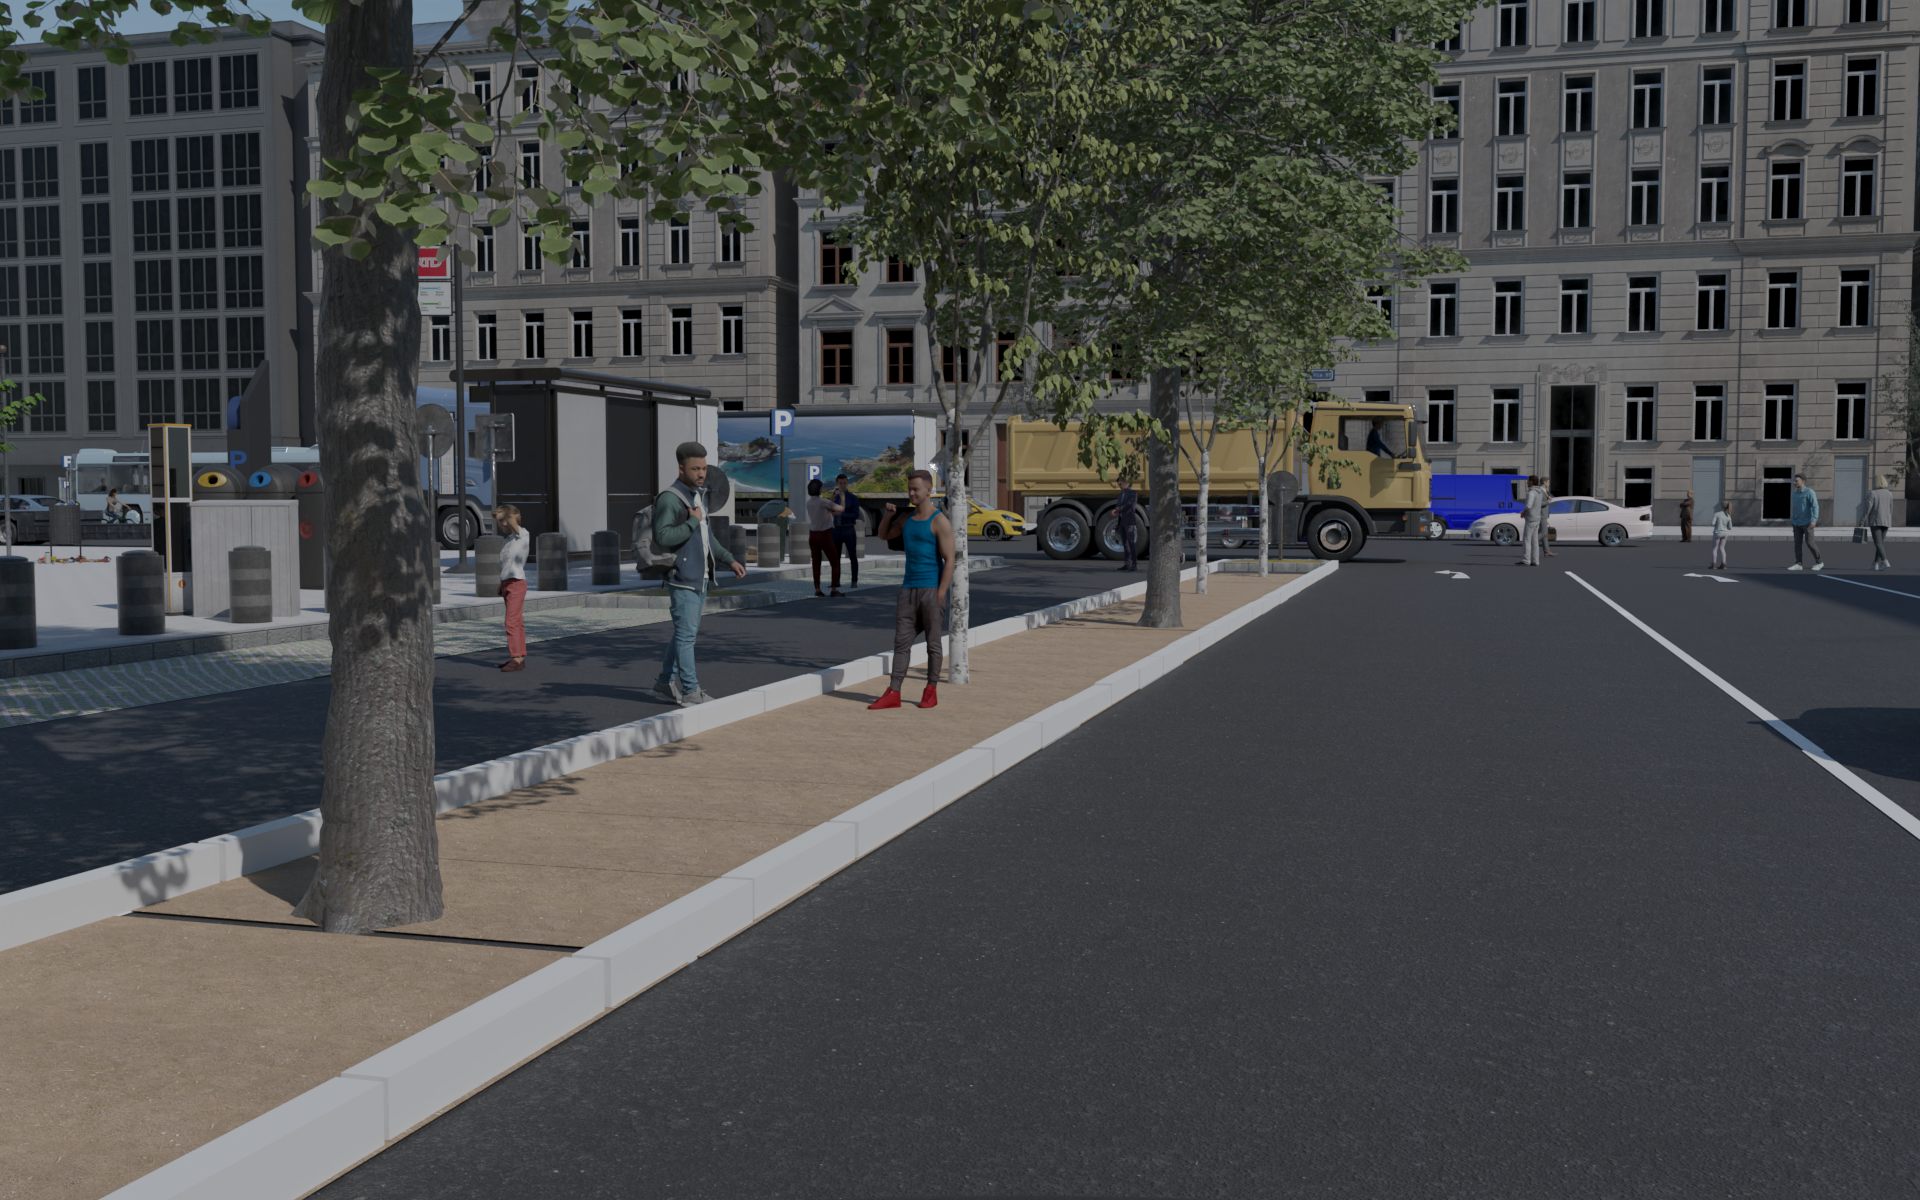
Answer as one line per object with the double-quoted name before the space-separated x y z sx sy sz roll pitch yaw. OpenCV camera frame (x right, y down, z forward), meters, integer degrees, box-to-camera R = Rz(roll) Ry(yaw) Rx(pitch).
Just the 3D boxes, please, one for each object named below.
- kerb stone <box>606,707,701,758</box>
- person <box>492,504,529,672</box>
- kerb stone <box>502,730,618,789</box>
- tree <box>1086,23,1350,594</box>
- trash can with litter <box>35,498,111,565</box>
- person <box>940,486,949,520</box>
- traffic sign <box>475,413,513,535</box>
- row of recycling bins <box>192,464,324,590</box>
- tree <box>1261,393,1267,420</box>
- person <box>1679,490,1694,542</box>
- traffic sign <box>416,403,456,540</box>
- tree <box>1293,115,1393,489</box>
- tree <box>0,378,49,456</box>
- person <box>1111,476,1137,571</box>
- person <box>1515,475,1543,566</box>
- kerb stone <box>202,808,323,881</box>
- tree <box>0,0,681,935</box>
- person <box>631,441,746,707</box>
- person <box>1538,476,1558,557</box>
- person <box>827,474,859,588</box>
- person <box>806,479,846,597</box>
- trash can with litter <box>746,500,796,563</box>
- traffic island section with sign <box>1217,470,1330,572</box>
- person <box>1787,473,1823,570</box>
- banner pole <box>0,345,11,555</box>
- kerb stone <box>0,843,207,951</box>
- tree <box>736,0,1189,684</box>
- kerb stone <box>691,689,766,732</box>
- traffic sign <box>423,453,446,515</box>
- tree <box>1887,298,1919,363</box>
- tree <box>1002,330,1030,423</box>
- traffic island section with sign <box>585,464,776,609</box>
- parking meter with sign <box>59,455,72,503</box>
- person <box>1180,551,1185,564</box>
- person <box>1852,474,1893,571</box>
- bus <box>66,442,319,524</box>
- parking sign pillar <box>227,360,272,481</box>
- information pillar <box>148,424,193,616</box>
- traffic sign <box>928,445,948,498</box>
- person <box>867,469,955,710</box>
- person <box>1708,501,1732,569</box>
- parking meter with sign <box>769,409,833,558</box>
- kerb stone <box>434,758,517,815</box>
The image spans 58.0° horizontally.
"kerb stone" -1.752 0.756 9.839 0.120 0.150 1.000 1 4 16
"person" -3.679 -0.107 14.160 0.340 1.345 0.435 -3 4 -39
"kerb stone" -2.049 0.817 8.844 0.120 0.150 1.000 1 4 16
"tree" 3.491 -4.394 24.662 4.360 8.622 3.978 0 3 0
"trash can with litter" -16.376 -1.316 32.580 2.233 1.210 1.678 -3 5 -40
"person" -0.158 -1.161 29.182 0.593 1.614 0.444 -3 5 -43
"traffic sign" -5.949 -1.222 22.117 0.606 2.300 0.079 2 4 24
"row of recycling bins" -8.997 -1.011 23.646 3.534 1.692 1.069 1 4 20
"tree" 27.663 -12.975 137.895 9.928 11.665 9.643 0 3 0
"person" 21.526 -2.479 51.300 0.388 1.546 0.482 0 4 5
"traffic sign" -7.439 -1.483 24.360 0.768 2.556 0.104 1 4 17
"tree" 5.188 -4.678 29.305 4.737 8.622 4.395 0 3 0
"tree" -9.247 -1.267 15.310 1.663 3.219 1.824 0 3 0
"person" 3.061 -1.436 32.434 0.568 1.767 0.683 -2 4 -34
"person" 11.305 -1.576 34.412 0.789 1.805 0.875 3 5 41
"kerb stone" -2.615 0.938 6.859 0.120 0.150 1.000 1 4 16
"tree" -1.952 -5.219 5.908 7.486 12.596 7.792 0 3 0
"person" -1.836 -0.171 11.649 0.721 1.781 0.623 0 4 3
"person" 13.143 -1.881 39.220 0.822 1.834 0.622 0 4 6
"person" -1.805 -1.046 26.301 0.576 1.737 0.504 1 4 12
"person" -1.874 -0.871 24.193 0.566 1.644 0.517 -1 4 -16
"trash can with litter" -3.589 -1.285 32.403 0.624 1.170 1.055 2 4 26
"traffic island section with sign" 6.046 -1.520 32.987 2.006 1.907 1.989 1 4 16
"person" 15.975 -1.477 32.666 0.620 1.820 0.660 -1 4 -19
"banner pole" -16.216 -2.410 29.426 0.401 3.779 0.863 -2 4 -29
"kerb stone" -2.907 0.998 5.874 0.120 0.150 1.000 1 4 16
"tree" -0.038 -3.653 12.546 4.737 8.622 4.395 0 3 0
"kerb stone" -1.475 0.702 10.827 0.120 0.150 1.000 1 4 16
"traffic sign" -7.637 -1.524 25.022 0.768 2.556 0.104 1 4 23
"tree" 34.867 -6.844 62.269 4.360 8.622 3.978 0 3 0
"tree" 3.458 -7.227 68.517 4.360 8.622 3.978 0 3 0
"traffic island section with sign" -3.476 -0.838 22.328 1.989 1.847 2.006 1 4 16
"parking meter with sign" -40.668 -5.047 78.783 0.543 3.016 1.738 -3 4 -37
"person" 4.344 -1.496 35.171 0.471 1.553 0.569 0 4 1
"person" 17.163 -1.455 32.469 0.709 1.800 0.728 0 4 -7
"bus" -28.086 -4.318 65.461 13.247 3.499 2.948 1 4 16
"parking sign pillar" -14.047 -2.800 34.258 1.447 3.967 1.447 0 4 -3
"information pillar" -8.320 -0.844 18.288 0.304 2.012 0.304 2 4 33
"traffic sign" -0.270 -1.887 34.499 0.795 2.450 0.064 1 4 16
"person" -0.332 -0.076 11.609 0.647 1.594 0.662 2 4 28
"person" 14.452 -1.236 32.980 0.425 1.301 0.394 -2 4 -23
"parking meter with sign" -3.144 -2.371 35.022 0.543 3.016 1.738 -3 4 -39
"kerb stone" -2.338 0.878 7.848 0.120 0.150 1.000 1 4 16
